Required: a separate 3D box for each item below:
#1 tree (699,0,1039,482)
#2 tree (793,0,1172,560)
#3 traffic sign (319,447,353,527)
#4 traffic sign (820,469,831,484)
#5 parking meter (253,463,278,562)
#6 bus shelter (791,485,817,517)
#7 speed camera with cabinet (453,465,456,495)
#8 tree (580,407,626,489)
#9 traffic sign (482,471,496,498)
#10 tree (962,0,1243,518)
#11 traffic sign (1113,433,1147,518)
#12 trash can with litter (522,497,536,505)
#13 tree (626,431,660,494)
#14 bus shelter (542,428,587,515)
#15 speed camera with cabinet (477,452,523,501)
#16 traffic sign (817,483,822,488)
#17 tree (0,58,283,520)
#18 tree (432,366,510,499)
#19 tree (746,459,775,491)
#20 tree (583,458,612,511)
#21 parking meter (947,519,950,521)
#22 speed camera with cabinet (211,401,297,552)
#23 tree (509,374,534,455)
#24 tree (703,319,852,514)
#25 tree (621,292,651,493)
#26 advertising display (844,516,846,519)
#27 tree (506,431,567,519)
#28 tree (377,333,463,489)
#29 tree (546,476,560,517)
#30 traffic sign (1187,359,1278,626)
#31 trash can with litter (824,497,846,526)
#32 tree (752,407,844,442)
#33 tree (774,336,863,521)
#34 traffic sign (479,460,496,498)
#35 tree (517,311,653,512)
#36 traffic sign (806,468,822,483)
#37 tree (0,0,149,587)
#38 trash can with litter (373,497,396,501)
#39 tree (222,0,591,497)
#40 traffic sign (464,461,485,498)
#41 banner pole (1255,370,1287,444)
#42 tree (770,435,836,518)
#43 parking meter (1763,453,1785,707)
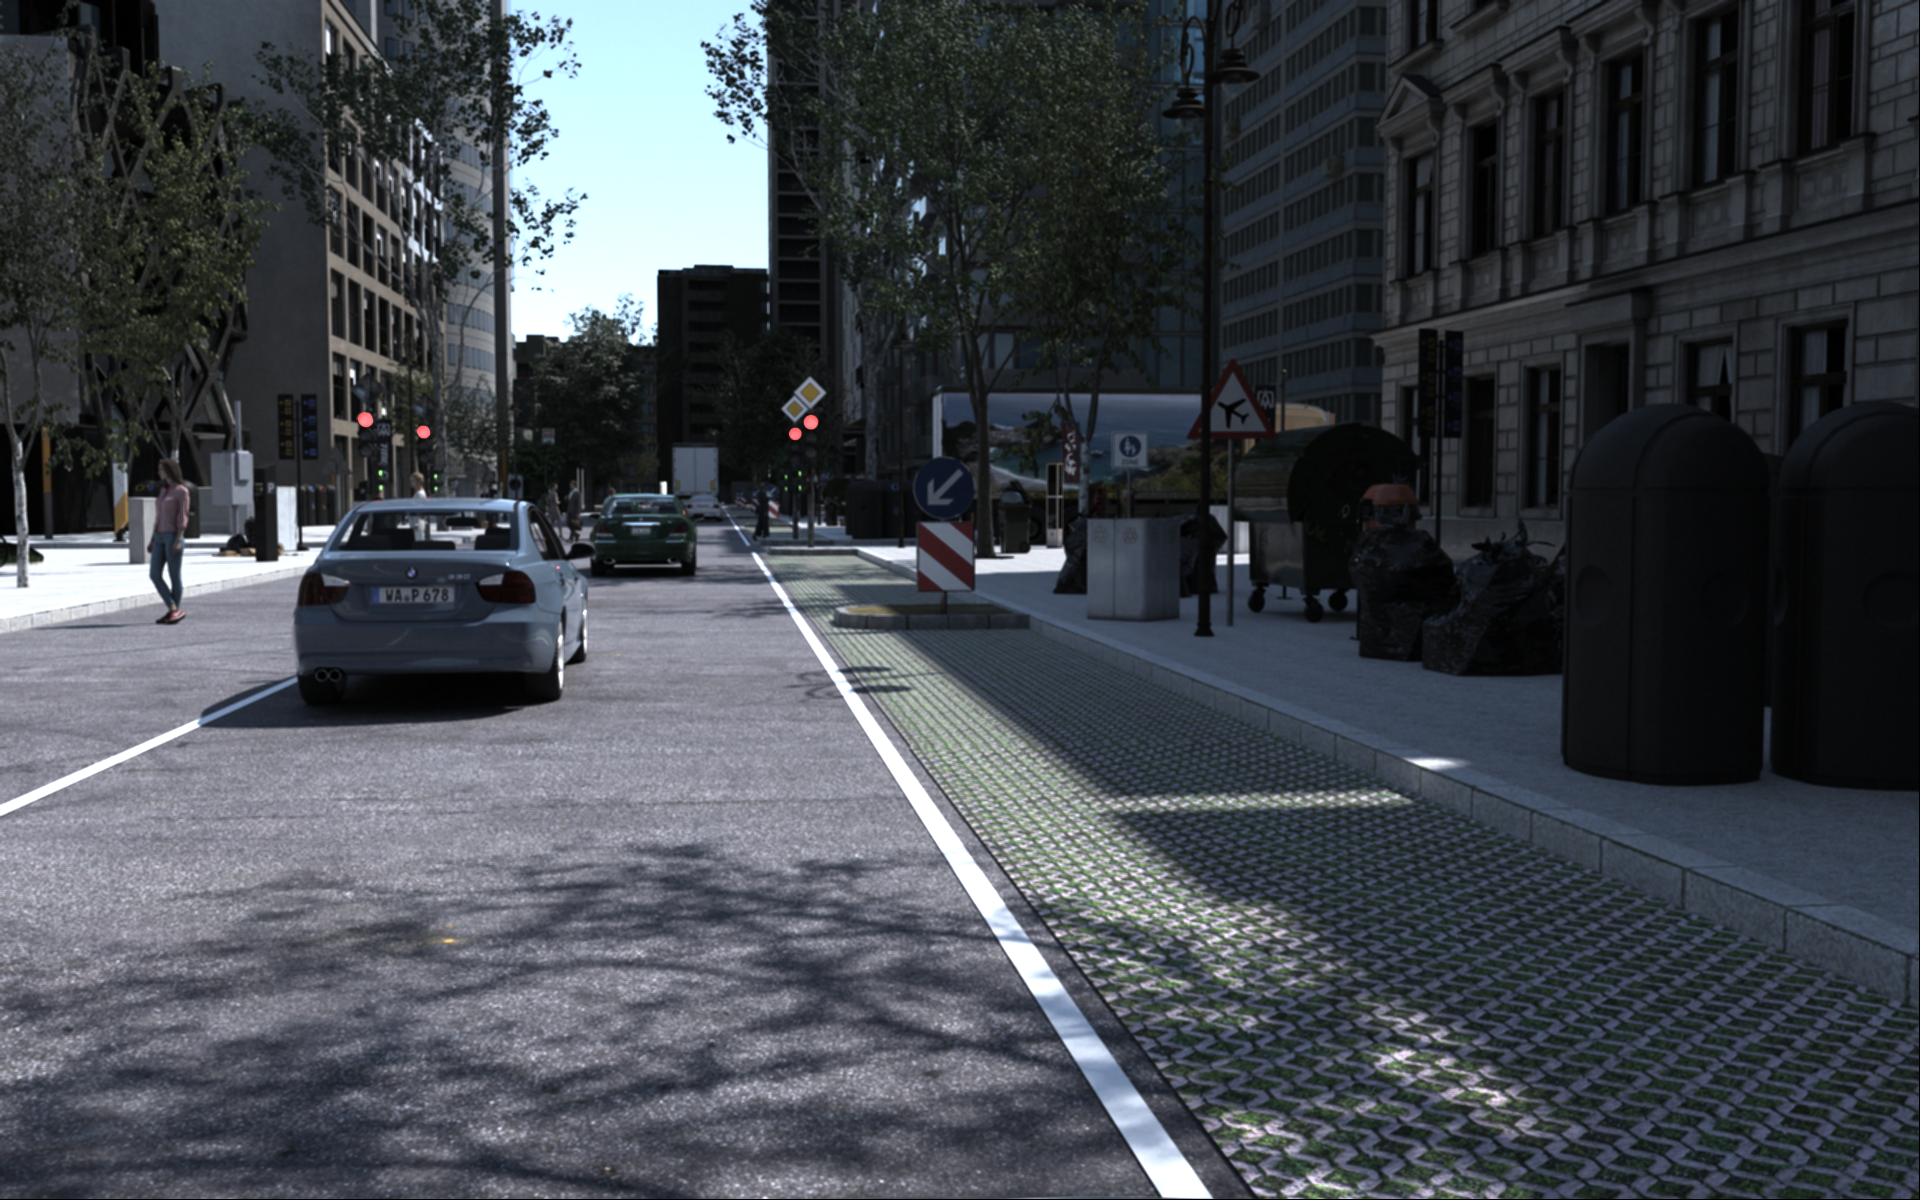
[{"bbox_3d":[-1.612,-12.477,59.888,12.611,20.169,13.585,0,3,0],"label":"tree"},{"bbox_3d":[0.338,-6.634,34.226,9.928,11.665,9.643,0,3,0],"label":"tree"},{"bbox_3d":[-17.058,-2.896,47.348,0.884,2.594,0.081,0,4,-7],"label":"traffic sign"},{"bbox_3d":[-6.744,-5.328,87.225,0.768,2.556,0.104,0,4,-6],"label":"traffic sign"},{"bbox_3d":[-13.200,-1.664,32.923,0.255,1.863,0.399,1,4,18],"label":"parking meter"},{"bbox_3d":[-9.325,-6.741,101.493,1.731,3.624,6.357,0,4,-8],"label":"bus shelter"},{"bbox_3d":[-33.705,-7.453,116.194,0.660,3.252,2.038,-1,4,-14],"label":"speed camera with cabinet"},{"bbox_3d":[-29.722,-11.955,145.829,4.360,8.622,3.978,0,3,0],"label":"tree"},{"bbox_3d":[-20.509,-4.483,75.427,0.606,2.300,0.079,0,4,-5],"label":"traffic sign"},{"bbox_3d":[1.879,-4.557,24.866,4.737,8.622,4.395,0,3,0],"label":"tree"},{"bbox_3d":[2.780,-1.609,28.430,0.606,2.300,0.079,0,4,-8],"label":"traffic sign"},{"bbox_3d":[-19.263,-4.046,77.534,0.624,1.170,1.055,0,4,1],"label":"trash can with litter"},{"bbox_3d":[-36.397,-15.124,197.635,4.737,8.622,4.395,0,3,0],"label":"tree"},{"bbox_3d":[-24.770,-8.002,108.458,2.179,5.291,8.768,0,4,-8],"label":"bus shelter"},{"bbox_3d":[-21.472,-5.294,80.893,2.038,3.252,0.660,-1,4,-11],"label":"speed camera with cabinet"},{"bbox_3d":[-8.680,-6.405,105.901,0.795,2.450,0.064,0,4,-4],"label":"traffic sign"},{"bbox_3d":[-13.460,-4.810,29.004,4.737,8.622,4.395,0,3,0],"label":"tree"},{"bbox_3d":[-28.056,-9.092,99.022,4.360,8.622,3.978,0,3,0],"label":"tree"},{"bbox_3d":[-21.673,-14.463,186.828,4.737,8.622,4.395,0,3,0],"label":"tree"},{"bbox_3d":[-28.097,-9.105,132.578,4.285,4.588,4.351,0,3,0],"label":"tree"},{"bbox_3d":[-0.526,-3.182,60.433,0.372,1.533,0.369,0,3,0],"label":"parking meter"},{"bbox_3d":[-15.324,-2.647,37.609,0.660,3.252,2.038,1,4,18],"label":"speed camera with cabinet"},{"bbox_3d":[-28.057,-9.496,105.615,4.360,8.622,3.978,0,3,0],"label":"tree"},{"bbox_3d":[-11.744,-12.040,113.862,9.611,12.733,9.660,0,3,0],"label":"tree"},{"bbox_3d":[-30.285,-18.631,160.501,12.611,20.169,13.585,0,3,0],"label":"tree"},{"bbox_3d":[-5.611,-4.898,85.288,0.123,1.923,0.974,-1,4,-13],"label":"advertising display"},{"bbox_3d":[-22.178,-6.514,90.210,4.285,4.588,4.351,0,3,0],"label":"tree"},{"bbox_3d":[-24.480,-7.854,78.771,4.737,8.622,4.395,0,3,0],"label":"tree"},{"bbox_3d":[-23.021,-6.232,96.492,1.663,3.219,1.824,0,3,0],"label":"tree"},{"bbox_3d":[2.623,-1.025,16.763,0.884,2.594,0.081,0,4,-3],"label":"traffic sign"},{"bbox_3d":[-4.871,-3.523,68.993,1.055,1.170,0.624,1,4,13],"label":"trash can with litter"},{"bbox_3d":[-12.757,-11.967,130.076,7.601,10.594,8.767,1,4,20],"label":"tree"},{"bbox_3d":[-6.784,-7.961,80.530,4.360,8.622,3.978,0,3,0],"label":"tree"},{"bbox_3d":[-18.294,-4.076,66.650,0.884,2.594,0.081,0,4,-3],"label":"traffic sign"},{"bbox_3d":[-26.303,-13.198,122.434,9.857,13.997,8.962,0,3,0],"label":"tree"},{"bbox_3d":[-7.215,-5.195,84.945,0.884,2.594,0.081,0,4,-4],"label":"traffic sign"},{"bbox_3d":[-12.945,-4.464,23.351,4.360,8.622,3.978,0,3,0],"label":"tree"},{"bbox_3d":[-20.901,-3.129,62.550,0.624,1.170,1.055,0,4,7],"label":"trash can with litter"},{"bbox_3d":[-18.536,-12.346,57.749,12.611,20.169,13.585,0,3,0],"label":"tree"},{"bbox_3d":[-18.532,-4.036,66.103,0.768,2.556,0.104,0,4,-6],"label":"traffic sign"},{"bbox_3d":[6.305,-2.750,34.986,0.863,3.779,0.401,-1,4,-17],"label":"banner pole"},{"bbox_3d":[-8.403,-6.599,91.614,4.285,4.588,4.351,0,3,0],"label":"tree"},{"bbox_3d":[5.003,-0.128,10.502,0.372,1.533,0.369,0,3,0],"label":"parking meter"}]
